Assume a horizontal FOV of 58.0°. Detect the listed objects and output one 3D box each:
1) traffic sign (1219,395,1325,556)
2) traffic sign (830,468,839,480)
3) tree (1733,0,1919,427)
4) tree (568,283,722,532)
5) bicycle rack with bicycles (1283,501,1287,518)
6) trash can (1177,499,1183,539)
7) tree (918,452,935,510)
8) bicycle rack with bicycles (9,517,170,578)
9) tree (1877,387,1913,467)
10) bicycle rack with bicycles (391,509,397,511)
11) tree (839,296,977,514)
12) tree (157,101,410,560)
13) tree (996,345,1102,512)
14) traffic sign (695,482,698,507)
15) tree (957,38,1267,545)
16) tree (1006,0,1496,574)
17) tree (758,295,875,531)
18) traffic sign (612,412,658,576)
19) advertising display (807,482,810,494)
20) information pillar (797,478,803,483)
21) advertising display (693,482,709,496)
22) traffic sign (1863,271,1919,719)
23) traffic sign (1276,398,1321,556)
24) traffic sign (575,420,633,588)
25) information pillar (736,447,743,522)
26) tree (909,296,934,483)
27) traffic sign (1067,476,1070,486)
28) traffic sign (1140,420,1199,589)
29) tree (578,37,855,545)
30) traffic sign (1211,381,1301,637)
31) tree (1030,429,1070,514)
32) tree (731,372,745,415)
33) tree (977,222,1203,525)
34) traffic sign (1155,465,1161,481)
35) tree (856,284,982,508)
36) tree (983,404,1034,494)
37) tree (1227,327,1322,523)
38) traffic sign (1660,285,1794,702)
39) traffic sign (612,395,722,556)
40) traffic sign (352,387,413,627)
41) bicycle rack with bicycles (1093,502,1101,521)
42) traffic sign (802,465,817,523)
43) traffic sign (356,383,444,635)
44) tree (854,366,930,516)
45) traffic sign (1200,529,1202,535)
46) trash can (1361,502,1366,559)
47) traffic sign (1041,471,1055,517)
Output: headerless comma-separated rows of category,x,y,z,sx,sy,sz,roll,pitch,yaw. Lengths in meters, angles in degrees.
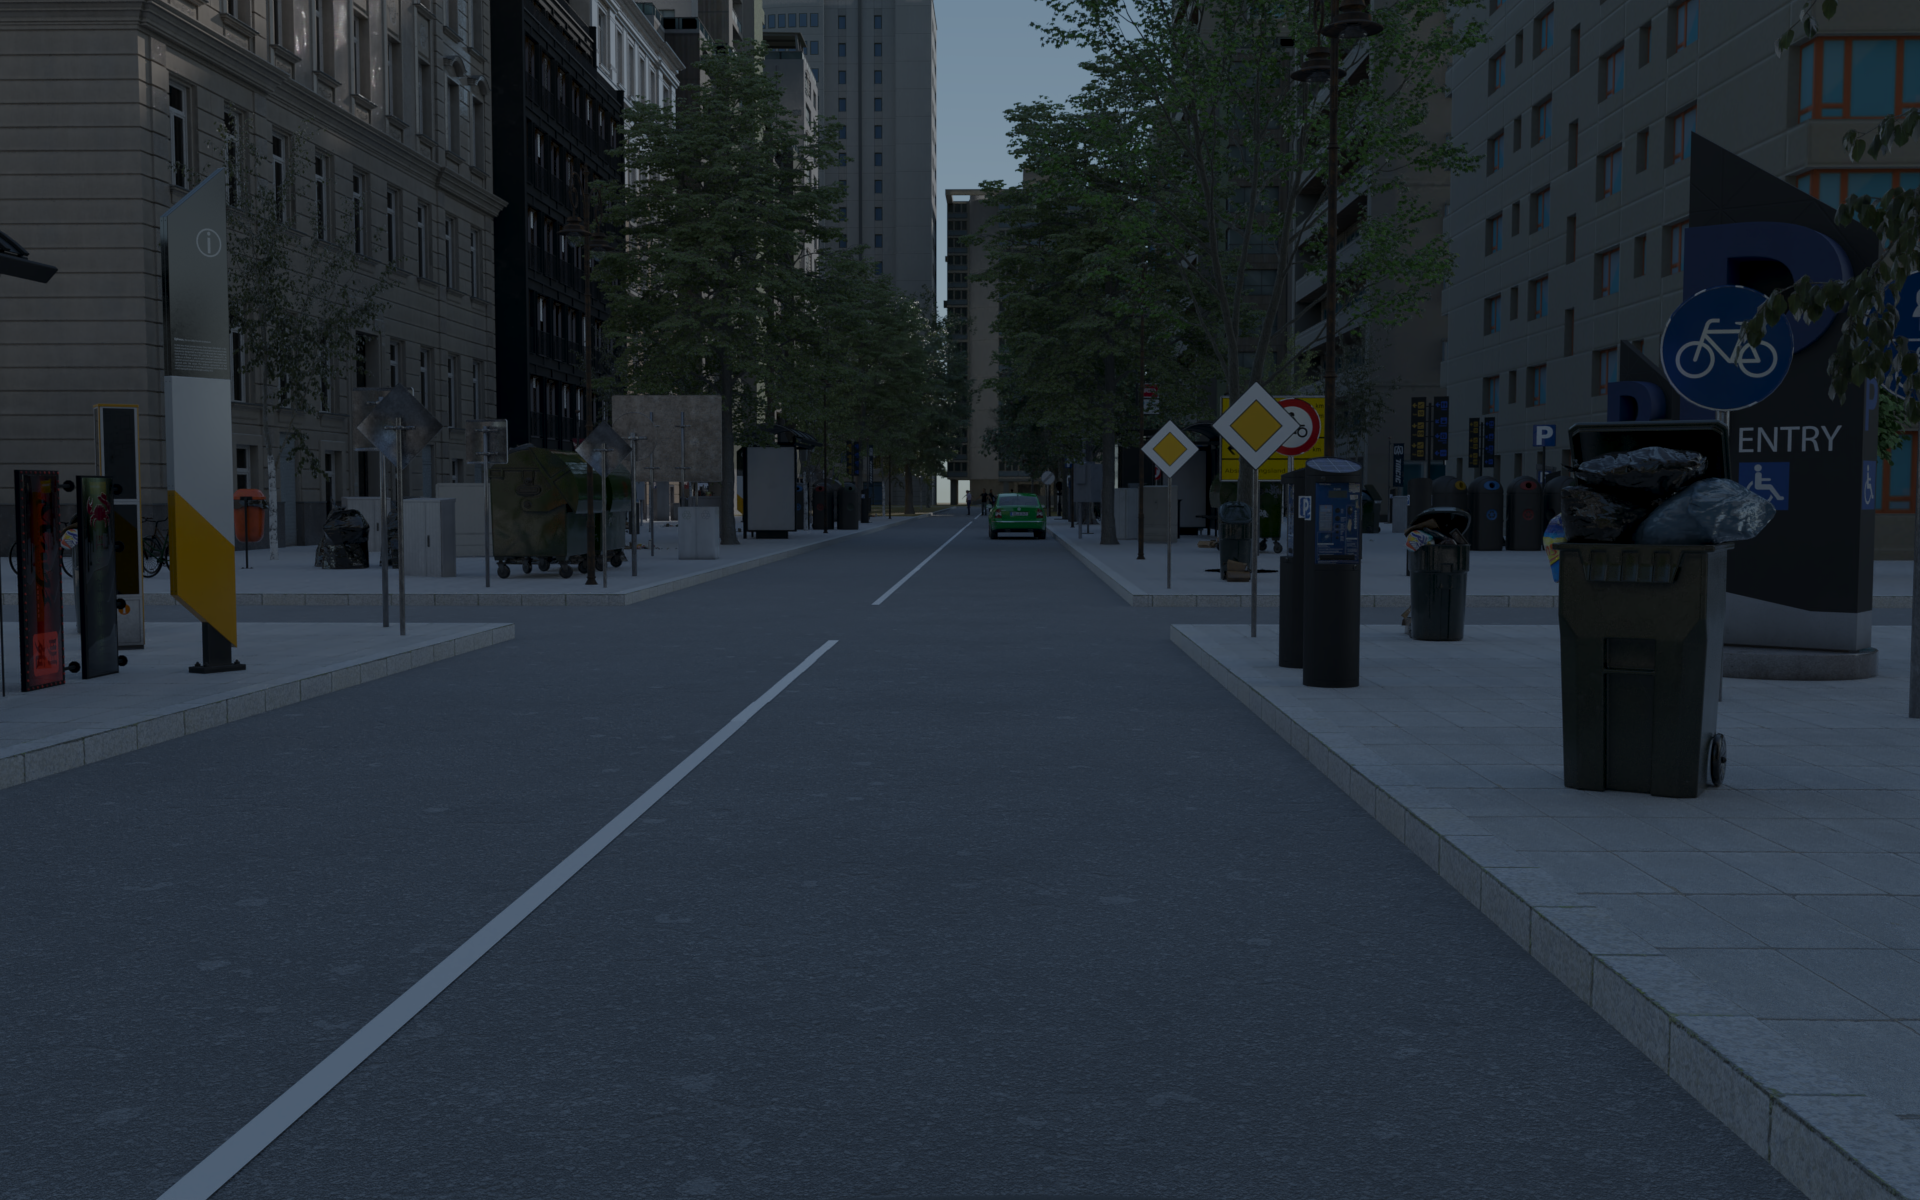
traffic sign,6.510,-2.568,35.855,2.265,3.308,0.079,0,4,3
traffic sign,-5.714,-4.679,77.679,0.795,2.450,0.064,0,4,7
tree,3.417,-3.315,4.557,4.360,8.622,3.978,0,3,0
tree,-10.669,-6.599,58.259,4.360,8.622,3.978,0,3,0
bicycle rack with bicycles,16.538,-4.698,90.194,2.852,0.926,2.925,-2,4,-28
trash can,5.730,-2.191,47.476,0.748,1.137,0.748,0,3,0
tree,-3.288,-11.712,141.857,4.737,8.622,4.395,0,3,0
bicycle rack with bicycles,-12.780,-0.827,26.902,2.925,0.926,2.852,2,4,24
tree,13.032,-2.597,26.174,4.285,4.588,4.351,0,3,0
bicycle rack with bicycles,-13.181,-1.718,41.469,2.852,0.926,2.925,1,4,18
tree,-3.204,-12.464,110.448,9.857,13.997,8.962,0,3,0
tree,-13.126,-5.086,33.516,4.360,8.622,3.978,0,3,0
tree,7.185,-13.444,126.462,9.857,13.997,8.962,0,3,0
traffic sign,-5.498,-2.083,36.179,0.606,2.300,0.079,1,4,11
tree,3.830,-7.655,43.287,7.486,12.596,7.792,0,3,0
tree,4.610,-6.247,27.893,9.928,11.665,9.643,0,3,0
tree,-5.299,-6.726,60.328,4.737,8.622,4.395,0,3,0
traffic sign,-5.085,-1.643,26.975,0.768,2.556,0.104,0,4,8
advertising display,-6.911,-4.462,78.160,0.123,1.923,0.974,-1,4,-13
information pillar,-7.165,-4.453,77.302,0.304,2.012,0.304,3,4,38
advertising display,-13.908,-5.375,93.090,0.123,1.923,0.974,3,5,43
traffic sign,5.485,-0.596,9.852,0.768,2.556,0.104,0,4,7
traffic sign,4.402,-1.405,23.072,0.768,2.556,0.104,0,4,5
traffic sign,-4.859,-1.224,23.660,0.795,2.450,0.064,0,4,1
information pillar,-9.886,-5.337,78.614,0.504,3.616,0.183,0,4,-6
tree,-4.461,-10.087,83.050,7.486,12.596,7.792,0,3,0
traffic sign,6.096,-5.697,95.270,0.606,2.300,0.079,0,4,5
traffic sign,2.832,-1.211,23.445,0.795,2.450,0.064,0,4,1
tree,-5.835,-7.652,43.240,7.486,12.596,7.792,0,3,0
traffic sign,2.630,-0.723,15.463,0.795,2.450,0.064,0,4,1
tree,6.008,-9.706,109.062,4.360,8.622,3.978,0,3,0
tree,-11.397,-7.567,74.081,4.360,8.622,3.978,0,3,0
tree,5.514,-9.527,72.777,9.611,12.733,9.660,0,3,0
traffic sign,7.459,-4.093,67.020,0.768,2.556,0.104,1,4,9
tree,-3.825,-18.548,159.145,12.611,20.169,13.585,0,3,0
tree,7.168,-16.003,172.025,12.009,13.543,11.850,0,3,0
tree,13.847,-7.662,75.641,4.737,8.622,4.395,0,3,0
traffic sign,4.678,-0.645,10.654,0.768,2.556,0.104,1,4,10
traffic sign,-6.026,-2.555,35.643,2.265,3.308,0.079,0,4,2
traffic sign,-5.534,-0.887,16.636,0.606,2.300,0.079,0,4,5
bicycle rack with bicycles,6.838,-4.230,82.544,2.852,0.926,2.925,0,4,-5
traffic sign,-6.521,-4.625,75.731,0.768,2.556,0.104,1,4,9
traffic sign,-5.061,-0.736,15.677,0.795,2.450,0.064,0,4,1
tree,-4.157,-9.099,99.130,4.360,8.622,3.978,0,3,0
traffic sign,7.582,-3.328,54.415,0.884,2.594,0.081,0,4,2
trash can,7.261,-1.280,32.583,0.748,1.137,0.748,0,3,0
traffic sign,4.857,-5.848,95.721,0.768,2.556,0.104,0,4,8
